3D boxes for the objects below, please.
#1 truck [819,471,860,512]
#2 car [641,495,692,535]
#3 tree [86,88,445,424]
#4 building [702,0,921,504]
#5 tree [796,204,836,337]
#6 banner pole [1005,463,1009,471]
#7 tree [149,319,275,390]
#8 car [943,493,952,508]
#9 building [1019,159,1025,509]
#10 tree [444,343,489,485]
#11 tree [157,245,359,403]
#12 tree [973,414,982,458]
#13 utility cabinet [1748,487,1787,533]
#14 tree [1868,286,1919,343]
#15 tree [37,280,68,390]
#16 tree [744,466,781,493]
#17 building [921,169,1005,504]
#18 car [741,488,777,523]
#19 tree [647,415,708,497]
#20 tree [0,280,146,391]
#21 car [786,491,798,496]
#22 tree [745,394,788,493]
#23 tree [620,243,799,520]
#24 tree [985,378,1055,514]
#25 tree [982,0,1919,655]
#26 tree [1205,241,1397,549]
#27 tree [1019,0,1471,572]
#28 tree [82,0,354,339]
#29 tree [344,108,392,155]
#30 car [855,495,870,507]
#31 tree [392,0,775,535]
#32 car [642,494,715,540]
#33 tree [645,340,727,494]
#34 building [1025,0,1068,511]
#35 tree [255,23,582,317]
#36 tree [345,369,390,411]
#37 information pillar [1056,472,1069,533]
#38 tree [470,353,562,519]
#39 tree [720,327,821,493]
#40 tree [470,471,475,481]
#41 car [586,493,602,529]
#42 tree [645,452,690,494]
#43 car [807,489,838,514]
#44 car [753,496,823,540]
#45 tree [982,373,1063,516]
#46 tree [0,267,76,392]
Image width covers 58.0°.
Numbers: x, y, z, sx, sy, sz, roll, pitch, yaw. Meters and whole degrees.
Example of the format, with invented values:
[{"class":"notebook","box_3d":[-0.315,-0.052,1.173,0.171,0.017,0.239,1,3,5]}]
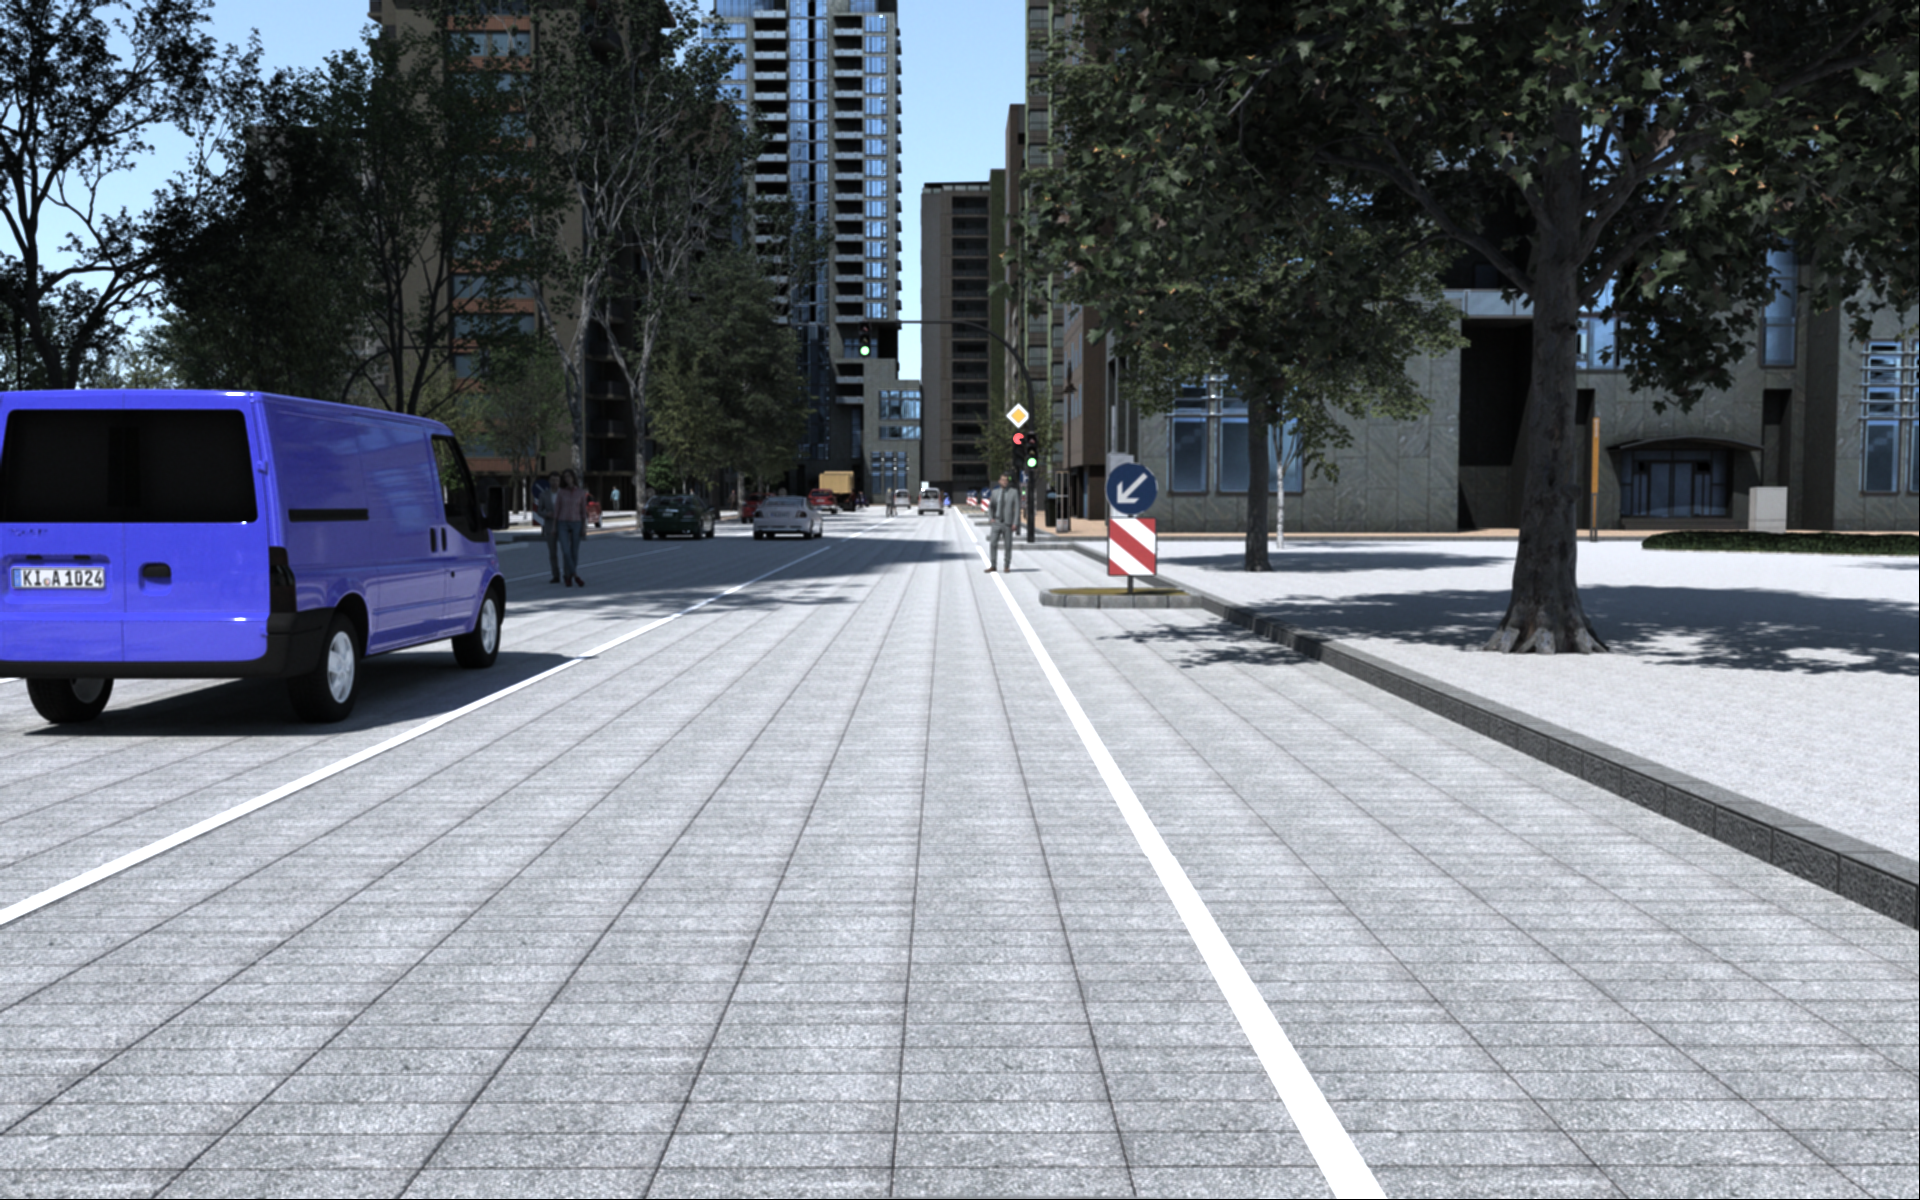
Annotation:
[{"class":"truck","box_3d":[-10.274,-9.175,145.942,3.469,3.379,9.791,0,4,-1]},{"class":"car","box_3d":[-10.198,-3.040,61.703,2.014,1.417,4.499,0,4,1]},{"class":"tree","box_3d":[-12.156,-4.772,30.835,4.737,8.622,4.395,0,3,0]},{"class":"building","box_3d":[-20.576,-55.662,222.740,31.000,86.520,22.319,0,4,0]},{"class":"tree","box_3d":[-13.823,-14.783,100.050,12.611,20.169,13.585,0,3,0]},{"class":"banner pole","box_3d":[3.381,-8.229,124.562,0.401,3.779,0.863,2,4,24]},{"class":"tree","box_3d":[-44.822,-11.937,105.538,12.009,13.543,11.850,0,3,0]},{"class":"car","box_3d":[-1.806,-10.564,182.311,1.945,1.707,3.694,0,4,1]},{"class":"building","box_3d":[12.094,-23.273,152.220,14.160,30.474,14.107,0,4,0]},{"class":"tree","box_3d":[-24.560,-8.011,81.335,4.737,8.622,4.395,0,3,0]},{"class":"tree","box_3d":[-33.341,-10.758,82.543,9.857,13.997,8.962,0,3,0]},{"class":"tree","box_3d":[3.095,-10.425,120.806,4.737,8.622,4.395,0,3,0]},{"class":"utility cabinet","box_3d":[24.794,-2.721,53.175,1.173,1.500,0.318,-1,4,-18]},{"class":"tree","box_3d":[15.601,-4.642,26.258,4.737,8.622,4.395,0,3,0]},{"class":"tree","box_3d":[-26.658,-8.472,64.271,9.928,11.665,9.643,0,3,0]},{"class":"tree","box_3d":[-22.277,-13.239,200.167,4.285,4.588,4.351,0,3,0]},{"class":"building","box_3d":[2.001,-32.826,220.292,14.086,41.232,14.154,0,4,0]},{"class":"car","box_3d":[-9.741,-4.703,85.929,2.155,1.783,4.494,0,4,1]},{"class":"tree","box_3d":[-21.559,-11.107,131.963,4.360,8.622,3.978,0,3,0]},{"class":"tree","box_3d":[-45.086,-9.437,80.043,9.928,11.665,9.643,0,3,0]},{"class":"car","box_3d":[-15.992,-9.381,163.170,2.009,1.686,4.222,0,4,-1]},{"class":"tree","box_3d":[-12.962,-10.014,116.549,4.360,8.622,3.978,0,3,0]},{"class":"tree","box_3d":[-12.613,-10.969,88.460,9.857,13.997,8.962,0,3,0]},{"class":"tree","box_3d":[4.020,-9.759,109.927,4.360,8.622,3.978,0,3,0]},{"class":"tree","box_3d":[4.936,-5.924,13.859,9.611,12.733,9.660,0,3,0]},{"class":"tree","box_3d":[7.685,-5.500,40.283,4.737,8.622,4.395,0,3,0]},{"class":"tree","box_3d":[4.520,-6.747,28.438,7.486,12.596,7.792,0,3,0]},{"class":"tree","box_3d":[-12.542,-5.361,24.516,8.767,10.594,7.601,0,4,0]},{"class":"tree","box_3d":[-14.002,-12.225,58.218,12.611,20.169,13.585,0,3,0]},{"class":"car","box_3d":[-11.111,-11.095,193.976,1.945,1.354,3.894,0,4,0]},{"class":"tree","box_3d":[-14.249,-13.010,71.066,12.611,20.169,13.585,0,3,0]},{"class":"car","box_3d":[-8.992,-2.671,55.461,2.131,1.459,4.920,0,4,-1]},{"class":"tree","box_3d":[-12.849,-7.834,80.907,4.737,8.622,4.395,0,3,0]},{"class":"building","box_3d":[12.114,-27.781,137.821,14.154,41.232,14.086,0,4,0]},{"class":"tree","box_3d":[-12.310,-6.732,38.287,9.928,11.665,9.643,0,3,0]},{"class":"tree","box_3d":[-35.338,-9.240,101.436,4.360,8.622,3.978,0,3,0]},{"class":"information pillar","box_3d":[3.389,-3.228,57.276,0.304,2.012,0.304,-3,4,-38]},{"class":"tree","box_3d":[-22.355,-8.404,87.772,4.360,8.622,3.978,0,3,0]},{"class":"tree","box_3d":[-12.799,-11.611,110.419,7.486,12.596,7.792,0,3,0]},{"class":"tree","box_3d":[-22.140,-4.998,76.311,1.663,3.219,1.824,0,3,0]},{"class":"car","box_3d":[-16.250,-3.886,72.579,2.155,1.783,4.494,0,4,0]},{"class":"tree","box_3d":[-21.590,-8.792,127.460,4.285,4.588,4.351,0,3,0]},{"class":"car","box_3d":[-9.936,-7.109,124.899,2.281,1.827,5.304,0,4,-2]},{"class":"car","box_3d":[-5.511,-2.649,55.672,2.083,1.381,4.827,0,4,1]},{"class":"tree","box_3d":[4.358,-9.220,101.110,4.737,8.622,4.395,0,3,0]},{"class":"tree","box_3d":[-29.679,-6.450,55.823,4.737,8.622,4.395,0,3,0]}]
